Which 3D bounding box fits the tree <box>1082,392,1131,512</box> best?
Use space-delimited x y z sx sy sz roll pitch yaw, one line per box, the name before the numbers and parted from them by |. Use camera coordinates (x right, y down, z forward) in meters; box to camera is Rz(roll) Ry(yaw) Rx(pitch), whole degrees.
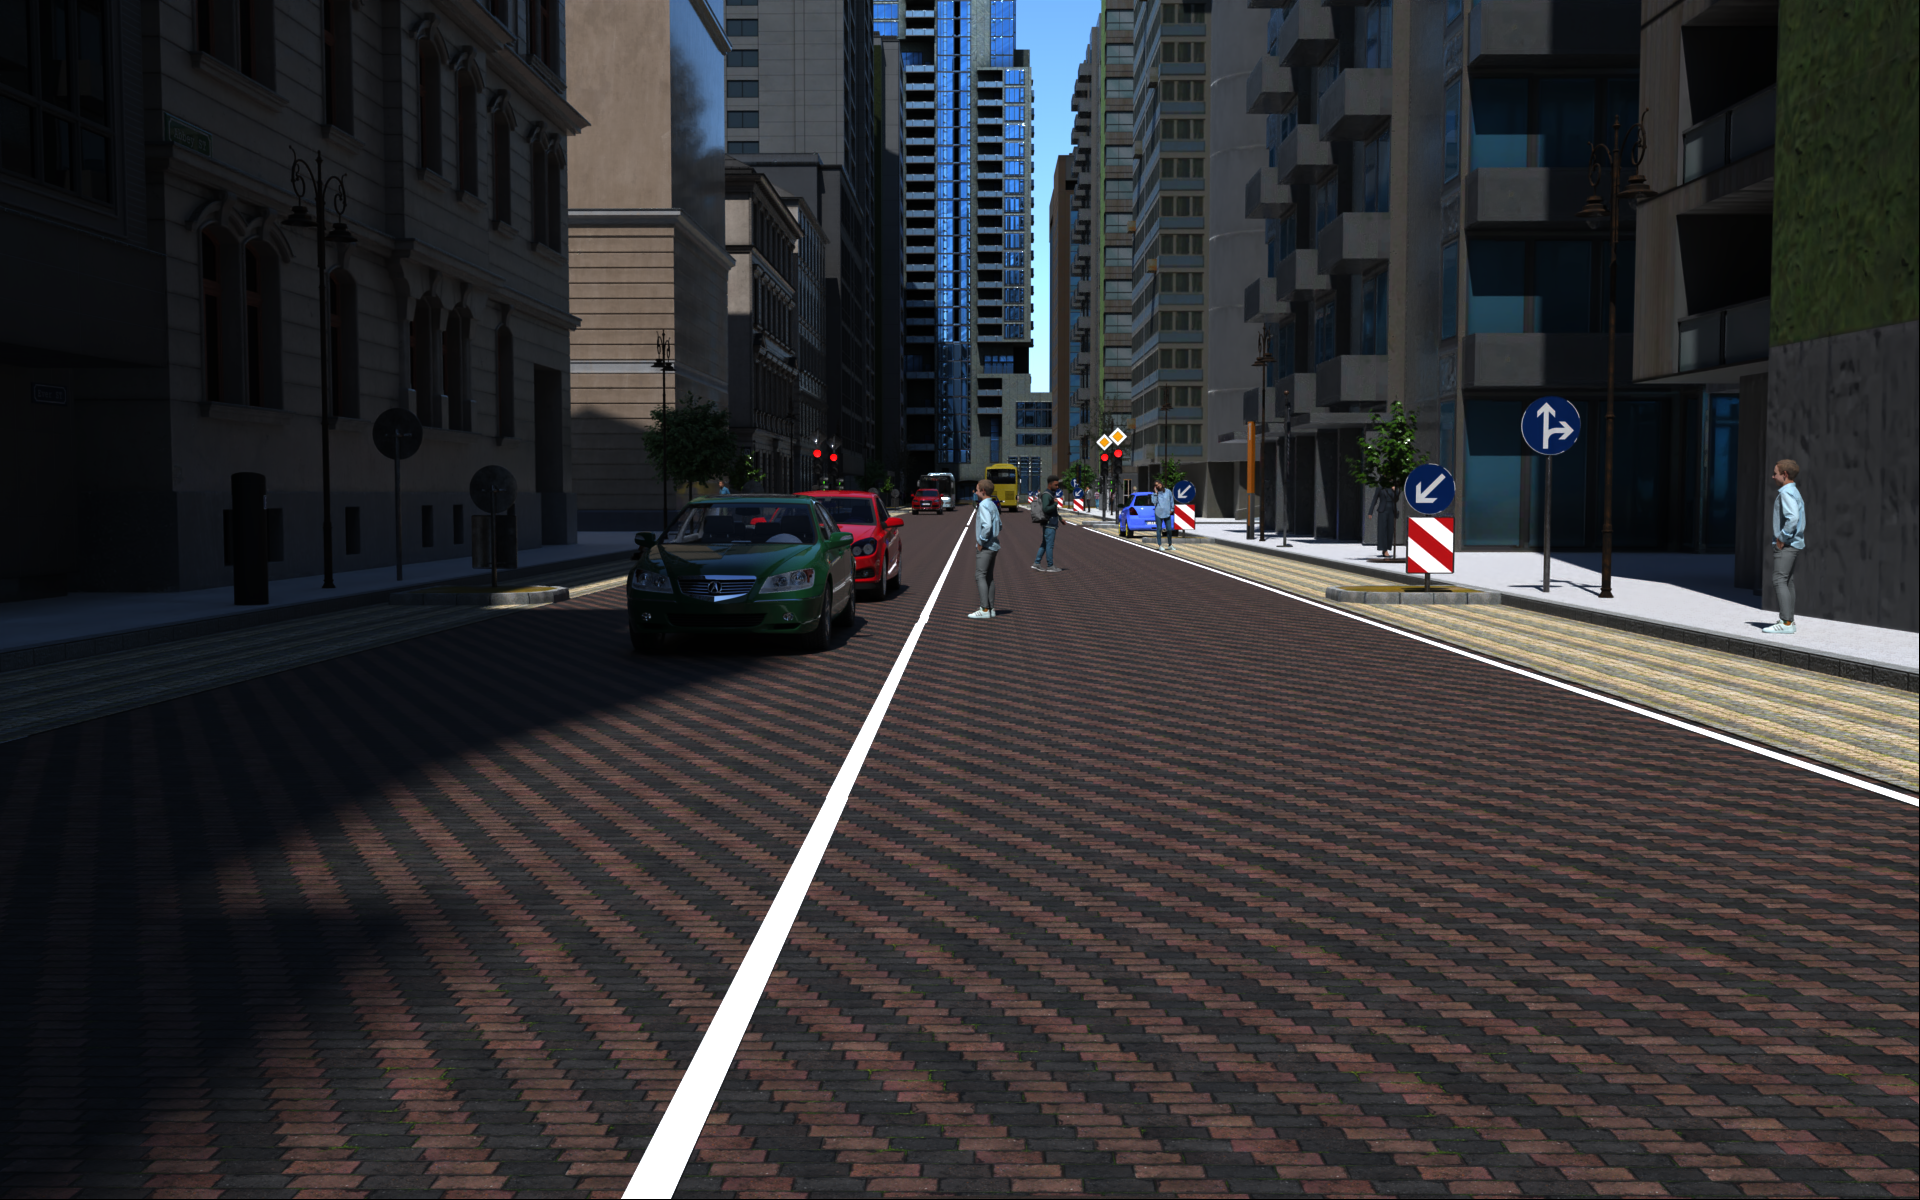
tree | 10.622 -10.473 121.598 4.360 8.622 3.978 0 3 0

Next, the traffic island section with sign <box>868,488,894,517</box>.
traffic island section with sign | -5.249 -5.933 105.639 1.989 1.847 2.006 0 4 1

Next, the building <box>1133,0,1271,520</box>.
building | 22.155 -24.813 97.580 23.993 40.220 32.217 0 4 1

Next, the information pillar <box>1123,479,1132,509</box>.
information pillar | 8.404 -5.040 86.892 0.304 2.012 0.304 3 4 36

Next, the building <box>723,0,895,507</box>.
building | -17.526 -45.770 186.594 20.563 71.187 20.611 0 4 1

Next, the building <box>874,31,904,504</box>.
building | -21.352 -41.458 219.840 28.212 58.520 21.231 0 4 1

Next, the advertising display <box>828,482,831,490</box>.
advertising display | -7.255 -5.574 96.349 0.123 1.923 0.974 -1 4 -9

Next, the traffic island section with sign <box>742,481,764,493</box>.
traffic island section with sign | -5.975 -2.534 50.053 1.989 1.847 2.006 0 4 1

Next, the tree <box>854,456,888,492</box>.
tree | -7.634 -10.075 148.438 4.285 4.588 4.351 0 3 0

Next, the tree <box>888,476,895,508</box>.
tree | -7.038 -10.471 165.806 1.663 3.219 1.824 0 3 0

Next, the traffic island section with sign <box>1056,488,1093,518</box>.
traffic island section with sign | 7.076 -5.937 105.702 1.989 1.847 2.006 0 4 1

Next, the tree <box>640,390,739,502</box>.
tree | -8.495 -4.347 54.785 4.285 4.588 4.351 0 3 0

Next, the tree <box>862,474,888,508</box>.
tree | -7.765 -9.659 152.530 1.663 3.219 1.824 0 3 0

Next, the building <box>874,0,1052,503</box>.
building | -2.480 -57.335 250.096 31.000 86.520 22.319 0 4 1

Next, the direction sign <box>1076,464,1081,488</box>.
direction sign | 9.070 -8.589 132.425 0.379 3.537 0.876 2 4 27

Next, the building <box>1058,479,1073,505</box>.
building | 28.020 -31.337 204.235 32.217 40.220 23.993 0 4 1

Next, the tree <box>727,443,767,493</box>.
tree | -8.169 -4.367 66.009 1.663 3.219 1.824 0 3 0

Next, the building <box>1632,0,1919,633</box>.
building | 15.911 -20.545 19.512 14.154 41.232 14.086 0 4 1

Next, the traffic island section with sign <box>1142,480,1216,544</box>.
traffic island section with sign | 6.364 -2.572 50.676 1.989 1.847 2.006 0 4 1

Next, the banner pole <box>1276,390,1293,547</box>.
banner pole | 7.867 -3.158 41.652 0.401 3.779 0.863 0 4 2

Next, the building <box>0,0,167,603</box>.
building | -16.730 -13.192 9.204 14.314 27.812 24.014 0 4 1

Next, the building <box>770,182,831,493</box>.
building | -13.887 -15.961 110.116 9.793 20.994 18.267 0 4 1

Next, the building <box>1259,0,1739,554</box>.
building | 20.603 -26.289 49.429 23.786 49.044 30.456 0 4 1

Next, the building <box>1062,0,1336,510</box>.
building | 22.799 -34.083 176.858 23.786 49.044 30.456 0 4 1

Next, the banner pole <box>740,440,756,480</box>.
banner pole | -9.732 -5.510 80.107 0.863 3.779 0.401 -1 4 -8

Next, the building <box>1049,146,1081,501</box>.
building | 19.210 -35.056 223.270 14.600 45.320 14.200 0 4 1

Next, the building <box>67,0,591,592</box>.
building | -16.254 -15.017 32.917 14.401 28.519 23.554 0 4 1

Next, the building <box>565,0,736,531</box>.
building | -19.328 -17.089 65.306 20.117 28.700 13.634 0 4 1

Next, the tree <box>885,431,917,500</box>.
tree | -6.867 -15.416 202.412 4.360 8.622 3.978 0 3 0

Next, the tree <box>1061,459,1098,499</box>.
tree | 11.103 -10.752 159.506 4.285 4.588 4.351 0 3 0

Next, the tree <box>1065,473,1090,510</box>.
tree | 9.678 -9.052 142.600 1.663 3.219 1.824 0 3 0

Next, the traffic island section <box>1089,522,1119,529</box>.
traffic island section | 6.641 -3.095 72.889 2.009 0.180 2.903 0 4 1

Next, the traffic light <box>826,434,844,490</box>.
traffic light | -5.855 -5.626 80.907 0.839 4.253 0.868 0 4 1

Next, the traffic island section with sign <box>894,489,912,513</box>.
traffic island section with sign | -4.894 -7.582 132.592 1.989 1.847 2.006 0 4 1

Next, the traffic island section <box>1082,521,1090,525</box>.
traffic island section | 6.745 -3.584 80.873 2.009 0.180 2.903 0 4 1

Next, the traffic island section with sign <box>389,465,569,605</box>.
traffic island section with sign | -6.321 -0.885 23.100 1.989 1.847 2.006 0 4 1

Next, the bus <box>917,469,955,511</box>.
bus | -1.867 -9.276 146.521 2.948 3.499 13.247 0 4 1

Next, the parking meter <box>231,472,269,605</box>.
parking meter | -8.237 -0.714 20.091 0.372 1.533 0.369 0 3 0

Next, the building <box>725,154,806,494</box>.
building | -14.328 -13.852 91.108 10.561 19.102 19.286 0 4 1

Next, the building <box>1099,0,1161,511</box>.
building | 18.099 -27.810 138.291 14.154 41.232 14.086 0 4 1

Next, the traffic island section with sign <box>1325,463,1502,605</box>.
traffic island section with sign | 5.997 -0.894 23.244 1.989 1.847 2.006 0 4 1

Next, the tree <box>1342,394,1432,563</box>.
tree | 8.285 -2.324 32.595 1.663 3.219 1.824 0 3 0

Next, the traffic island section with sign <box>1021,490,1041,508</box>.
traffic island section with sign | 8.441 -12.312 209.926 1.989 1.847 2.006 0 4 1

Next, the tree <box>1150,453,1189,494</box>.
tree | 9.879 -5.262 80.639 1.663 3.219 1.824 0 3 0

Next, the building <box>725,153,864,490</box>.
building | -15.155 -20.661 131.322 14.314 27.812 24.014 0 4 1

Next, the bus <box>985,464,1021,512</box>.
bus | 3.434 -9.030 139.190 2.896 3.916 12.252 0 4 3
